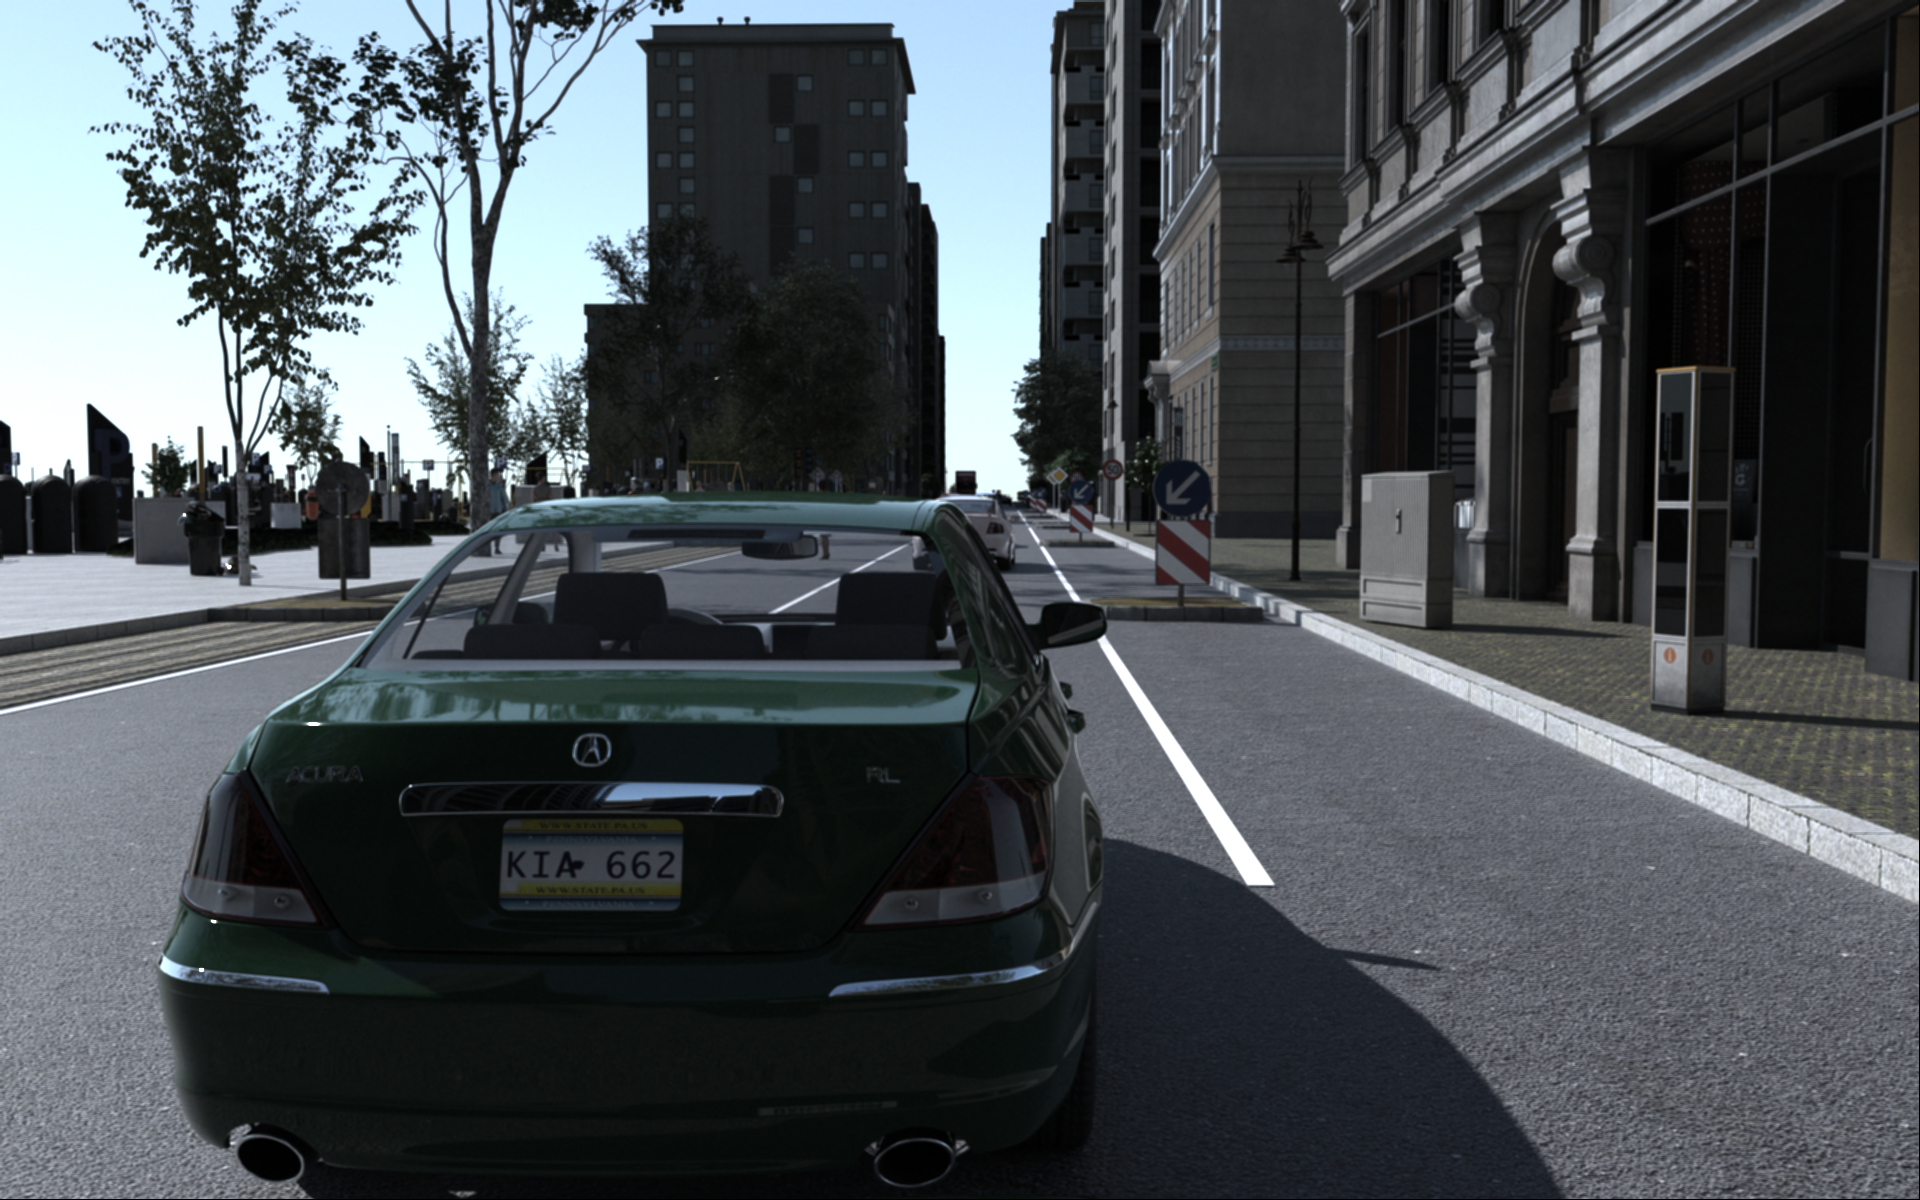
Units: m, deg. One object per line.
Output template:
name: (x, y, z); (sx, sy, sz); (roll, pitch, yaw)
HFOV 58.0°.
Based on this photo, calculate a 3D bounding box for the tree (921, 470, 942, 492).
tree: (-4.192, -15.211, 232.412); (4.285, 4.588, 4.351); (0, 3, 0)

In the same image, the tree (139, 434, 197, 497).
tree: (-25.713, -3.766, 56.175); (1.663, 3.219, 1.824); (0, 3, 0)

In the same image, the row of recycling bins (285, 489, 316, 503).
row of recycling bins: (-48.870, -7.516, 130.004); (3.534, 1.692, 1.069); (0, 4, -5)

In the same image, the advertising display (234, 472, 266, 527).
advertising display: (-20.678, -2.761, 50.355); (0.123, 1.923, 0.974); (1, 4, 21)

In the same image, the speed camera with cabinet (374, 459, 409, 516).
speed camera with cabinet: (-34.828, -6.833, 106.048); (2.038, 3.252, 0.660); (1, 4, 11)

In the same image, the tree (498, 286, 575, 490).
tree: (-16.954, -6.751, 60.749); (4.737, 8.622, 4.395); (0, 3, 0)

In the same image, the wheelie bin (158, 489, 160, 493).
wheelie bin: (-54.271, -6.705, 117.534); (0.693, 1.594, 0.980); (-2, 4, -27)

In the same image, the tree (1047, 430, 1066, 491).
tree: (9.672, -13.510, 171.252); (4.360, 8.622, 3.978); (0, 3, 0)

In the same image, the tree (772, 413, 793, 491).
tree: (-15.137, -12.187, 149.625); (4.360, 8.622, 3.978); (0, 3, 0)

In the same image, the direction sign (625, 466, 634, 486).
direction sign: (-26.508, -8.984, 138.891); (0.379, 3.537, 0.876); (3, 4, 36)

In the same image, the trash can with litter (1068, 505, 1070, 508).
trash can with litter: (9.518, -8.768, 154.745); (1.055, 1.170, 0.624); (0, 4, 7)

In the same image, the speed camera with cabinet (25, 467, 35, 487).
speed camera with cabinet: (-67.378, -8.117, 127.050); (0.660, 3.252, 2.038); (3, 4, 37)

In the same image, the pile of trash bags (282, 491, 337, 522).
pile of trash bags: (-21.924, -2.967, 58.266); (1.912, 1.369, 3.447); (-2, 4, -27)

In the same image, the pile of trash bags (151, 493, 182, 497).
pile of trash bags: (-43.404, -5.051, 92.333); (1.912, 1.369, 3.447); (3, 4, 37)

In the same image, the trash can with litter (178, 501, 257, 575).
trash can with litter: (-11.812, -0.989, 27.555); (0.624, 1.170, 1.055); (3, 4, 39)

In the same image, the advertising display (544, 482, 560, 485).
advertising display: (-22.740, -5.583, 96.493); (0.974, 1.923, 0.123); (-2, 4, -34)

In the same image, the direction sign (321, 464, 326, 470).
direction sign: (-41.859, -7.494, 114.529); (0.876, 3.537, 0.379); (1, 4, 22)

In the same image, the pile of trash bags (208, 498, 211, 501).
pile of trash bags: (-48.854, -6.183, 110.847); (1.912, 1.369, 3.447); (2, 4, 28)

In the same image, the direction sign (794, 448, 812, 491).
direction sign: (-7.642, -5.650, 84.369); (0.876, 3.537, 0.379); (-1, 4, -13)

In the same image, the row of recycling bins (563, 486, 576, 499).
row of recycling bins: (-19.707, -4.625, 82.737); (1.069, 1.692, 3.534); (2, 4, 31)

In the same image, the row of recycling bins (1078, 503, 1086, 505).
row of recycling bins: (10.191, -8.247, 141.945); (1.069, 1.692, 3.534); (0, 4, 3)

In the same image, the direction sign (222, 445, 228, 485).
direction sign: (-34.370, -5.448, 81.065); (0.379, 3.537, 0.876); (-1, 4, -10)

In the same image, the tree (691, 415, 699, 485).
tree: (-16.841, -10.699, 125.285); (4.737, 8.622, 4.395); (0, 3, 0)

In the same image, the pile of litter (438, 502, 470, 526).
pile of litter: (-20.366, -3.416, 69.814); (1.719, 0.858, 1.176); (-1, 4, -11)

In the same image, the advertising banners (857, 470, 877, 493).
advertising banners: (-6.901, -8.054, 127.867); (2.074, 3.025, 0.090); (3, 4, 37)

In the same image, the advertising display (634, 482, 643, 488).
advertising display: (-17.674, -5.554, 96.023); (0.974, 1.923, 0.123); (2, 4, 33)

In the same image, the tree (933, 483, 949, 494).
tree: (-3.039, -15.583, 249.387); (1.663, 3.219, 1.824); (0, 3, 0)

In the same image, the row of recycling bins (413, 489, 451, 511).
row of recycling bins: (-40.190, -7.564, 130.792); (3.534, 1.692, 1.069); (-1, 4, -17)

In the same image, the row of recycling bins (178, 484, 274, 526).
row of recycling bins: (-29.270, -3.818, 69.534); (3.534, 1.692, 1.069); (0, 4, 3)

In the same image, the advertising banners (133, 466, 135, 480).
advertising banners: (-52.954, -6.907, 109.124); (0.090, 3.025, 2.074); (3, 4, 37)

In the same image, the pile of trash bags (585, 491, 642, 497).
pile of trash bags: (-11.284, -2.632, 52.786); (3.447, 1.369, 1.912); (-2, 4, -23)

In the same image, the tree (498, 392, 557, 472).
tree: (-30.764, -10.635, 124.242); (4.360, 8.622, 3.978); (0, 3, 0)

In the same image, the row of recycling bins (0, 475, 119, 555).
row of recycling bins: (-20.074, -1.851, 37.374); (3.534, 1.692, 1.069); (-3, 5, -43)

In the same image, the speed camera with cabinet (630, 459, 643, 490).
speed camera with cabinet: (-17.791, -6.338, 97.958); (2.038, 3.252, 0.660); (3, 5, 42)

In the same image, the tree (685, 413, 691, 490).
tree: (-22.081, -12.064, 147.607); (4.737, 8.622, 4.395); (0, 3, 0)

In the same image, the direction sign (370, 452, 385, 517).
direction sign: (-31.180, -6.152, 92.580); (0.876, 3.537, 0.379); (-1, 4, -18)

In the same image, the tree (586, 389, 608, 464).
tree: (-22.841, -10.060, 114.836); (4.360, 8.622, 3.978); (0, 3, 0)

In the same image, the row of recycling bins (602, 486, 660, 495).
row of recycling bins: (-17.878, -5.338, 94.383); (3.534, 1.692, 1.069); (1, 4, 18)

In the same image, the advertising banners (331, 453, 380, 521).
advertising banners: (-25.540, -4.707, 73.142); (2.074, 3.025, 0.090); (0, 4, 5)

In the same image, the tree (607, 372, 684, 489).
tree: (-18.968, -9.492, 105.554); (4.360, 8.622, 3.978); (0, 3, 0)

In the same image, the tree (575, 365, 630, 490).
tree: (-20.308, -8.512, 89.535); (4.737, 8.622, 4.395); (0, 3, 0)

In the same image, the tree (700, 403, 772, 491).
tree: (-17.822, -11.285, 134.872); (4.360, 8.622, 3.978); (0, 3, 0)

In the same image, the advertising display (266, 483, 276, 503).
advertising display: (-40.579, -5.945, 102.406); (0.974, 1.923, 0.123); (-3, 5, -41)

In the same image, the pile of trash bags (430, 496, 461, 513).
pile of trash bags: (-35.992, -6.721, 119.647); (3.447, 1.369, 1.912); (2, 4, 28)

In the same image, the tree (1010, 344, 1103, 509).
tree: (8.762, -14.622, 145.720); (9.857, 13.997, 8.962); (0, 3, 0)

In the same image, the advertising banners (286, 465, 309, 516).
advertising banners: (-39.126, -6.558, 103.410); (2.074, 3.025, 0.090); (-2, 4, -32)

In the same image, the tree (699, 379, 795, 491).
tree: (-13.165, -9.629, 107.791); (4.737, 8.622, 4.395); (0, 3, 0)

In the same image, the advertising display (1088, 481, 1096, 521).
advertising display: (6.376, -4.810, 83.859); (0.123, 1.923, 0.974); (-1, 4, -11)

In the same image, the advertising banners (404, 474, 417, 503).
advertising banners: (-46.329, -9.243, 147.311); (2.074, 3.025, 0.090); (1, 4, 10)

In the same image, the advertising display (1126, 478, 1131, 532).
advertising display: (5.797, -3.331, 59.671); (0.123, 1.923, 0.974); (0, 4, 8)

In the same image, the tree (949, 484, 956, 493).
tree: (-1.492, -19.573, 314.616); (1.663, 3.219, 1.824); (0, 3, 0)

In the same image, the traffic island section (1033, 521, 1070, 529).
traffic island section: (4.386, -3.533, 80.042); (2.009, 0.180, 2.903); (0, 4, 2)

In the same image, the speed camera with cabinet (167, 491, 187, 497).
speed camera with cabinet: (-53.572, -7.631, 119.107); (2.038, 3.252, 0.660); (-3, 5, -42)

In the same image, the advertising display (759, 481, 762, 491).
advertising display: (-9.559, -4.761, 83.059); (0.123, 1.923, 0.974); (-1, 4, -9)
